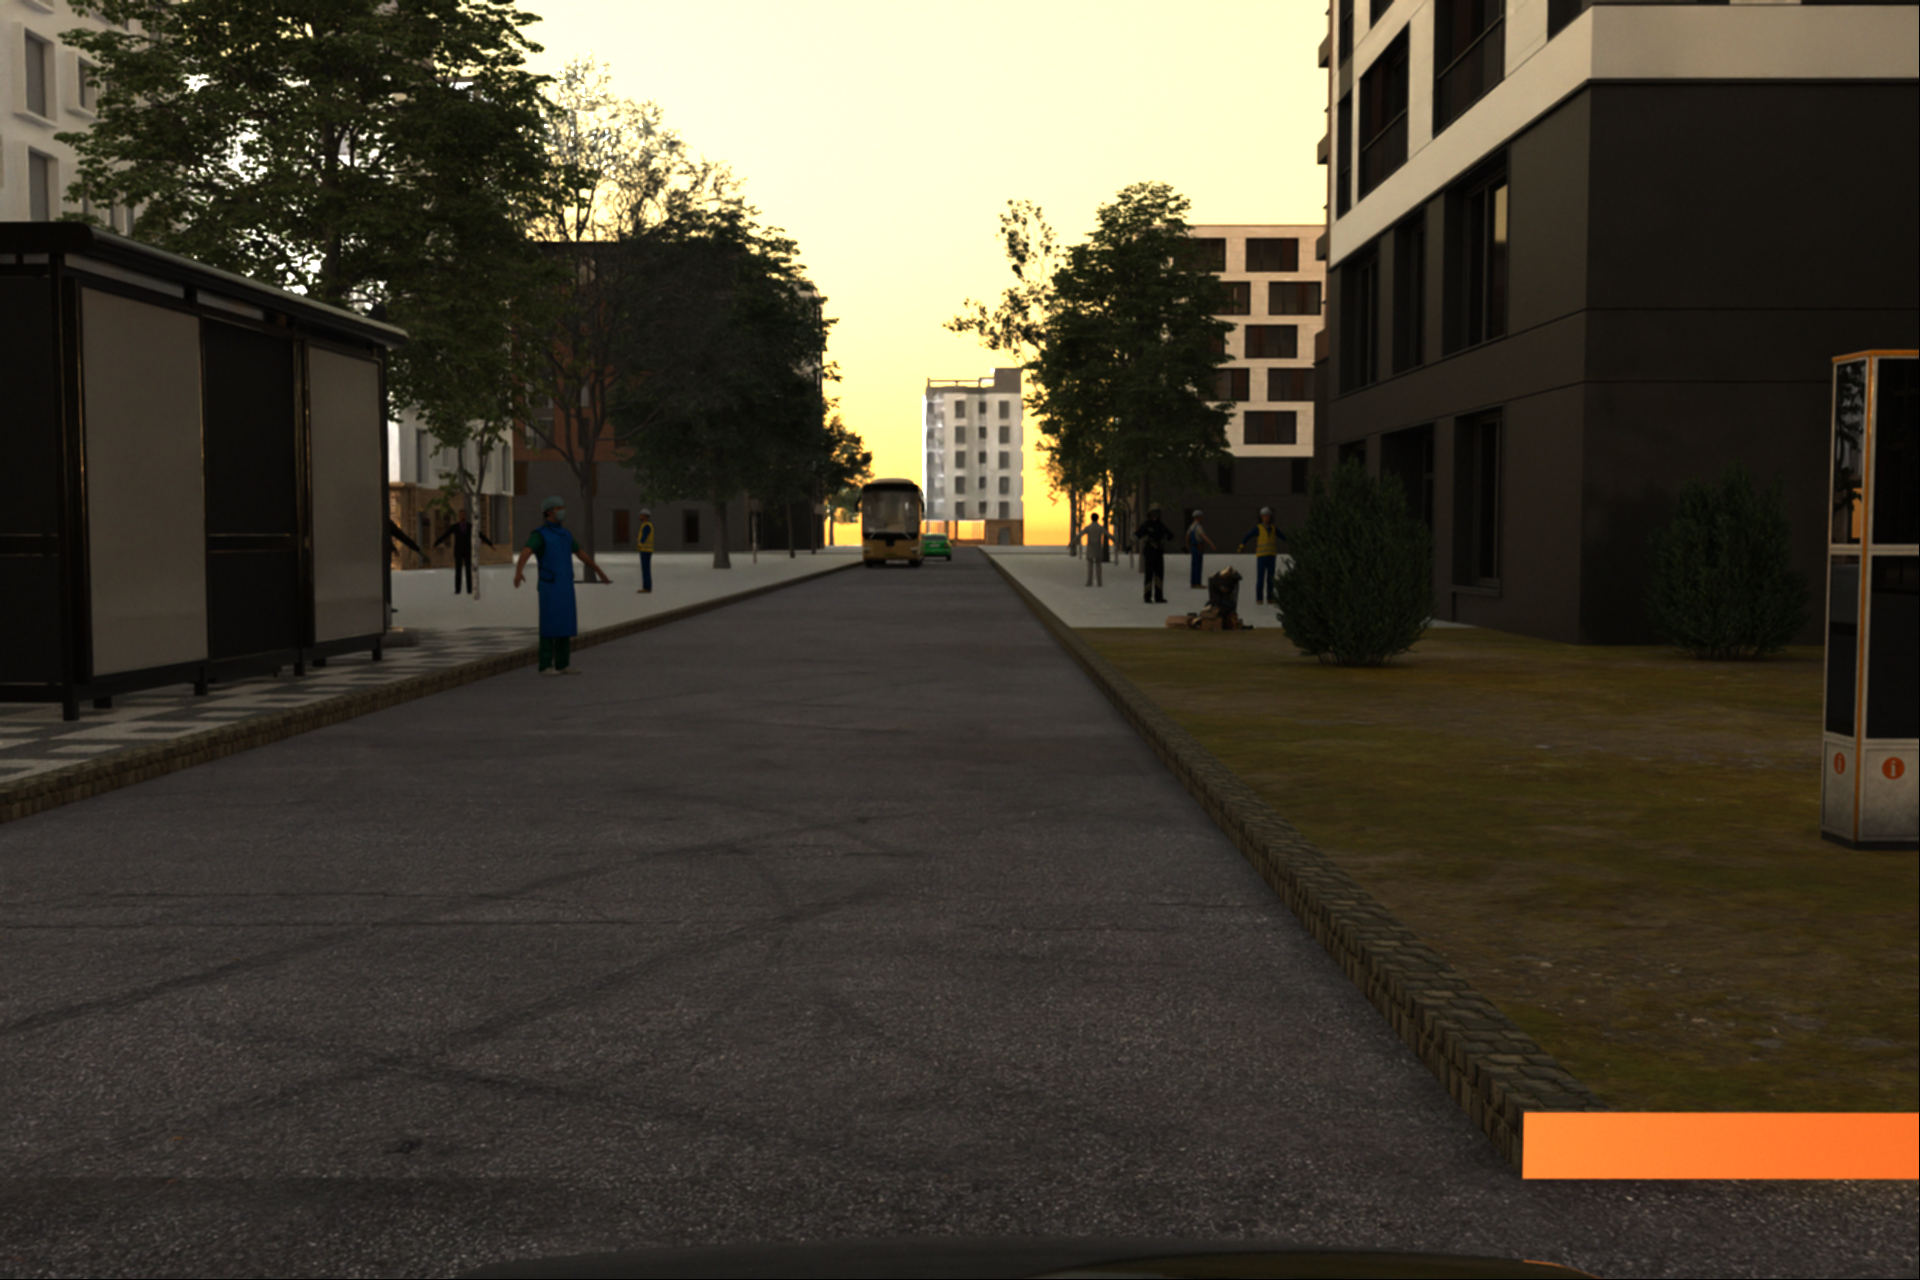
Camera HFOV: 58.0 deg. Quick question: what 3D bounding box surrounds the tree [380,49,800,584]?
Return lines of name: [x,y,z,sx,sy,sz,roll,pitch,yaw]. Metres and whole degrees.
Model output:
tree: [-9.782,-8.231,44.941,12.009,13.543,11.850,0,3,0]

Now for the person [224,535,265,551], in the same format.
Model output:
person: [-15.171,-1.823,36.602,0.721,1.733,1.217,1,4,21]

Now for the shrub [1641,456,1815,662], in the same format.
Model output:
shrub: [7.824,-0.832,17.639,1.661,2.075,1.752,0,3,0]

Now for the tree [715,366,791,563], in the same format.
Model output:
tree: [-8.939,-7.658,75.575,4.360,8.622,3.978,0,3,0]

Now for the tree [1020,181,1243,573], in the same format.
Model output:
tree: [5.694,-8.465,56.528,7.486,12.596,7.792,0,3,0]

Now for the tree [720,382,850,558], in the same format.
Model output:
tree: [-9.293,-9.660,92.355,7.601,10.594,8.767,0,4,3]

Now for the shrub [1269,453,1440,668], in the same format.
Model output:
shrub: [3.842,-0.785,16.873,1.661,2.075,1.752,0,3,0]

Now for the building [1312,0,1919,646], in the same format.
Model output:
building: [21.082,-11.710,35.432,27.936,21.610,32.646,0,4,0]

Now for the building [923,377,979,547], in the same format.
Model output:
building: [-3.909,-20.920,200.915,11.380,20.090,16.016,0,4,0]

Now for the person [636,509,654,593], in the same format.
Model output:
person: [-6.894,-1.948,37.812,0.705,1.833,1.349,0,4,-5]

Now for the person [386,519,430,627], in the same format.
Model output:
person: [-7.277,-0.942,21.537,1.346,1.812,0.704,-3,4,-37]

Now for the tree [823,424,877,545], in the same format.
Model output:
tree: [-14.381,-17.628,194.868,9.857,13.997,8.962,0,3,0]

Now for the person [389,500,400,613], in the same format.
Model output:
person: [-9.384,-1.365,28.247,0.705,1.837,1.347,0,4,-7]

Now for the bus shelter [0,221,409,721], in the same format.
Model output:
bus shelter: [-6.811,-2.175,13.186,2.179,5.291,8.768,0,4,2]

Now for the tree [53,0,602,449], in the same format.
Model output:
tree: [-9.135,-6.579,25.690,7.486,12.596,7.792,0,3,0]

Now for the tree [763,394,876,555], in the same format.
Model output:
tree: [-9.077,-10.661,108.712,8.767,10.594,7.601,1,4,14]

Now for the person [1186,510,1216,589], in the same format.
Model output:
person: [5.611,-2.136,40.785,0.705,1.847,1.347,-1,4,-21]

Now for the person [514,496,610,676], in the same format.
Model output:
person: [-4.088,-0.551,17.595,0.704,1.817,1.347,2,4,29]

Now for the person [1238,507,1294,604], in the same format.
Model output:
person: [5.646,-1.547,31.763,1.216,1.772,0.721,-1,4,-16]

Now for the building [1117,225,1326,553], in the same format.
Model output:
building: [25.633,-17.551,130.930,27.936,21.610,32.646,0,3,0]

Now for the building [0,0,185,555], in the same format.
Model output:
building: [-27.600,-11.096,37.837,16.016,20.090,11.380,0,4,0]

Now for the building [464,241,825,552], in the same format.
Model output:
building: [-25.812,-17.947,137.402,27.936,21.610,32.646,0,4,0]

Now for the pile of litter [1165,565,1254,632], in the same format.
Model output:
pile of litter: [3.376,-0.587,23.561,1.176,0.858,1.719,0,3,0]

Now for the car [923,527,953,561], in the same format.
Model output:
car: [-1.350,-5.198,93.782,1.959,1.807,4.718,0,4,0]

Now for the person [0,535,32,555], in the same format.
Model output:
person: [-12.274,-0.982,22.185,1.348,1.813,0.705,2,4,35]

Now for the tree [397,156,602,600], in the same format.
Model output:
tree: [-9.363,-5.104,33.812,4.737,8.622,4.395,0,3,0]

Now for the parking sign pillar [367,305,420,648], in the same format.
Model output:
parking sign pillar: [-6.971,-1.918,19.828,1.447,3.967,1.447,0,4,2]

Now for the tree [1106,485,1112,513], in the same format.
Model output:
tree: [18.197,-14.932,194.492,4.737,8.622,4.395,0,3,0]

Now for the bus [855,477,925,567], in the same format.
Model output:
bus: [-2.933,-5.294,78.110,2.896,3.916,12.252,0,4,0]

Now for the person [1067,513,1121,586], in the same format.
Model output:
person: [3.293,-2.221,42.493,1.347,1.806,0.705,0,4,-6]

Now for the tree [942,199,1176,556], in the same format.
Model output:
tree: [5.132,-14.921,99.853,12.611,20.169,13.585,0,3,0]

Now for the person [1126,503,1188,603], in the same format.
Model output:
person: [3.633,-1.620,32.274,1.354,1.856,0.705,-2,4,-27]

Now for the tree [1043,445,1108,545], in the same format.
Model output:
tree: [13.687,-16.852,201.282,9.928,11.665,9.643,0,3,0]

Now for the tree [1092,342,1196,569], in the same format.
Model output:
tree: [6.495,-6.958,64.128,4.737,8.622,4.395,0,3,0]

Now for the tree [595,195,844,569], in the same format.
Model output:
tree: [-8.951,-9.624,64.004,9.857,13.997,8.962,0,3,0]

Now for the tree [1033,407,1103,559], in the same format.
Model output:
tree: [6.327,-8.386,87.481,4.360,8.622,3.978,0,3,0]

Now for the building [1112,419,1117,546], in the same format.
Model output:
building: [24.574,-18.436,167.879,16.747,18.905,31.486,0,3,0]

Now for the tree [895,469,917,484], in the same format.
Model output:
tree: [-6.005,-14.954,194.853,4.360,8.622,3.978,0,3,0]

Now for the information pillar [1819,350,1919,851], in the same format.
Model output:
information pillar: [3.770,-0.159,7.098,0.304,2.012,0.304,0,3,0]

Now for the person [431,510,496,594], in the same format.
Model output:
person: [-10.681,-1.898,37.251,1.346,1.802,0.704,-1,4,-20]

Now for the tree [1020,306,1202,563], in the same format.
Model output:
tree: [6.753,-9.308,77.936,9.928,11.665,9.643,0,3,0]

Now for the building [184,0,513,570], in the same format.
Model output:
building: [-24.394,-12.590,62.272,16.016,20.090,11.380,0,4,-1]

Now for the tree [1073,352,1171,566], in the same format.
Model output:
tree: [6.135,-7.334,70.272,4.360,8.622,3.978,0,3,0]
